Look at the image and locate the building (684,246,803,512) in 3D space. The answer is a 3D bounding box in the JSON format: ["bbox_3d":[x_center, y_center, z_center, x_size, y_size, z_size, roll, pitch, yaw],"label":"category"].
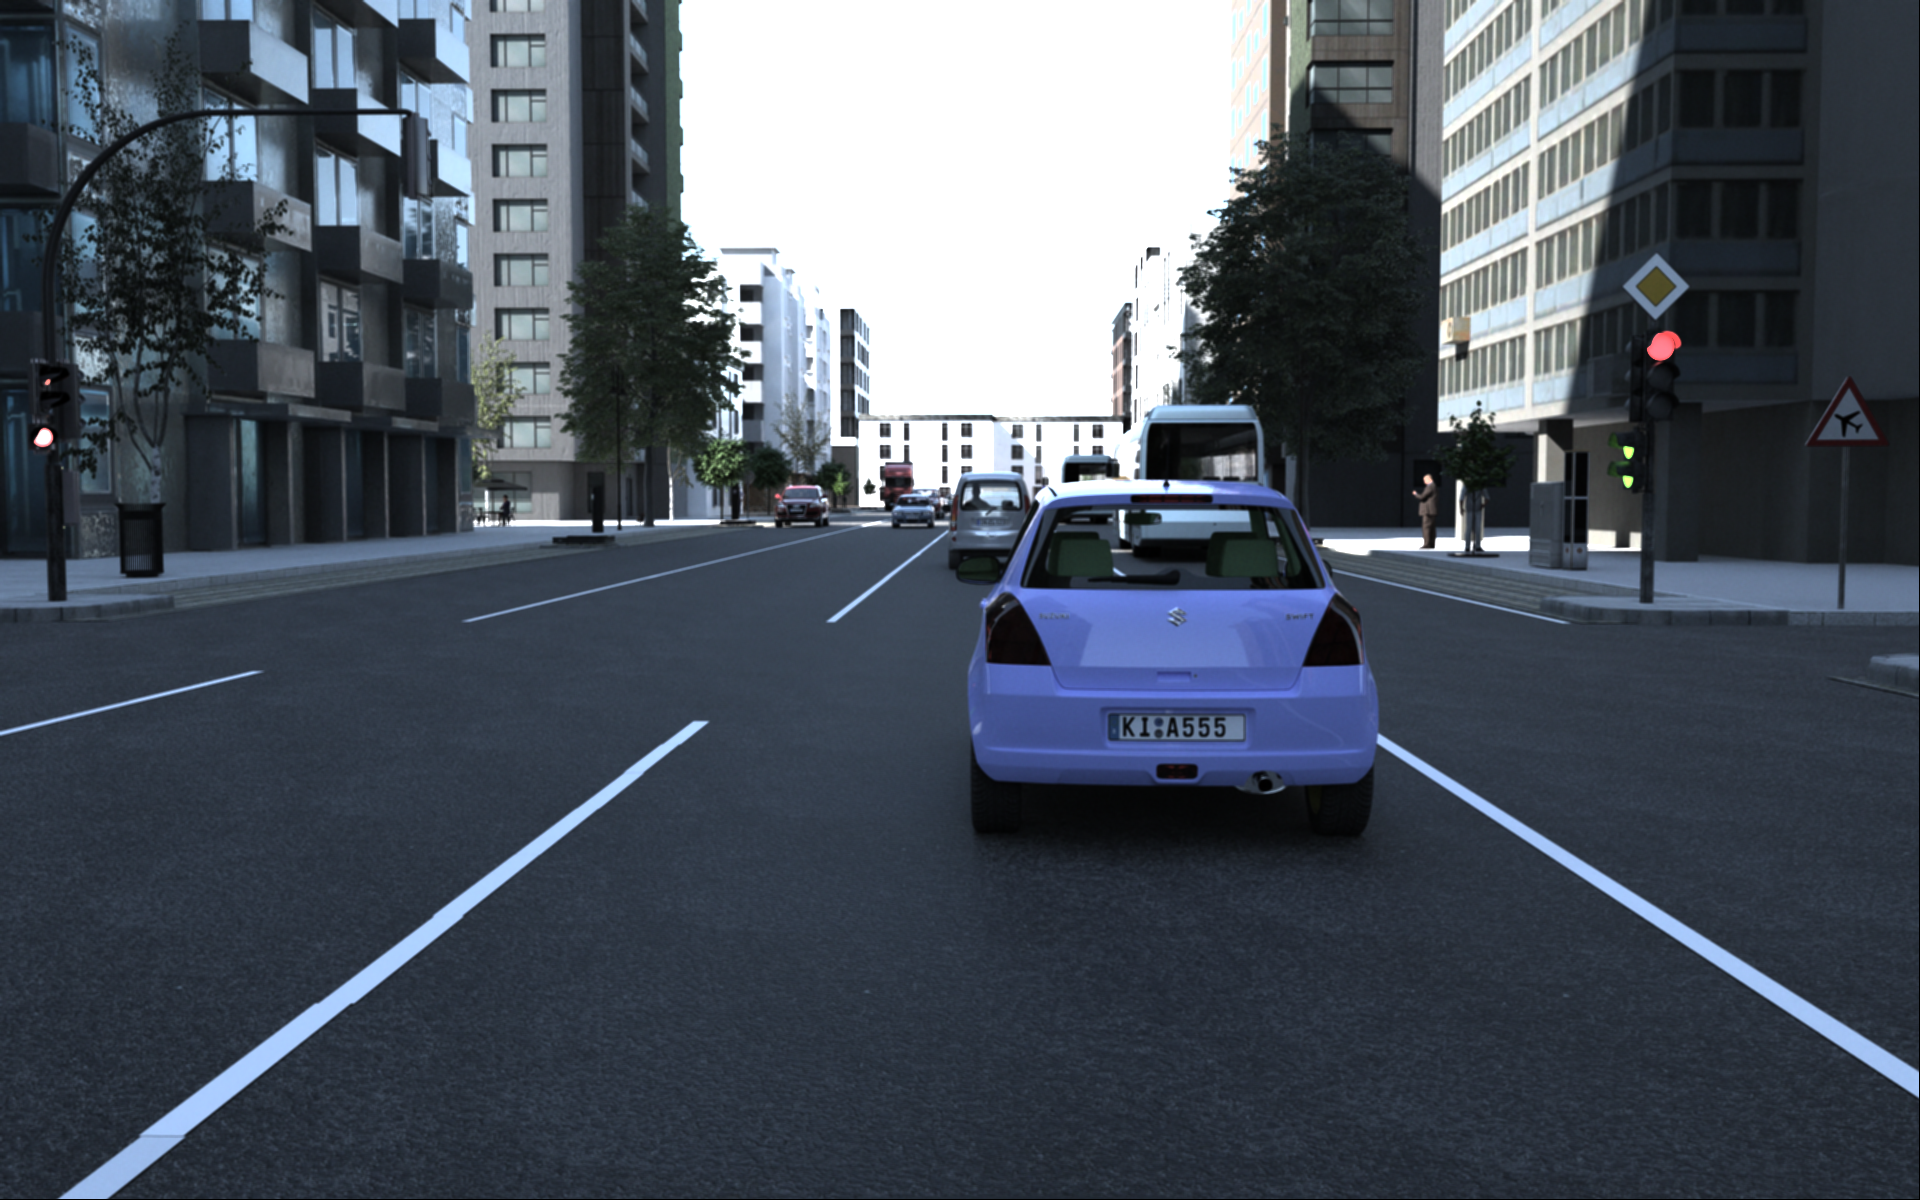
[{"bbox_3d":[-20.665,-16.743,130.165,16.016,20.091,11.380,0,4,1],"label":"building"}]

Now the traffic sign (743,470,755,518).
[{"bbox_3d":[-11.197,-5.584,91.403,0.768,2.556,0.104,0,4,6],"label":"traffic sign"}]

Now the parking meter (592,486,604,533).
[{"bbox_3d":[-12.075,-3.015,57.708,0.372,1.533,0.369,0,3,0],"label":"parking meter"}]

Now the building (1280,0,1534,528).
[{"bbox_3d":[20.429,-18.382,72.255,14.160,30.474,14.107,0,4,1],"label":"building"}]

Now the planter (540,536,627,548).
[{"bbox_3d":[-9.998,-1.538,46.282,1.991,0.319,1.994,0,4,1],"label":"planter"}]

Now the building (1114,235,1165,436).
[{"bbox_3d":[28.981,-18.904,153.054,27.936,21.610,32.646,0,4,1],"label":"building"}]

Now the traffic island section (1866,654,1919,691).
[{"bbox_3d":[7.939,0.604,12.409,2.009,0.180,2.903,0,4,1],"label":"traffic island section"}]

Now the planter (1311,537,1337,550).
[{"bbox_3d":[8.607,-1.462,45.046,1.991,0.319,1.994,0,4,1],"label":"planter"}]

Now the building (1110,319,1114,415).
[{"bbox_3d":[34.015,-21.438,194.490,32.646,21.610,27.936,0,4,1],"label":"building"}]

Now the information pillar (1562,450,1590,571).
[{"bbox_3d":[10.366,-1.508,29.145,0.304,2.012,0.304,-1,4,-10],"label":"information pillar"}]

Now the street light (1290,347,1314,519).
[{"bbox_3d":[10.774,-5.010,54.693,0.468,5.910,1.993,0,4,1],"label":"street light"}]

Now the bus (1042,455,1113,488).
[{"bbox_3d":[5.925,-5.662,87.426,2.948,3.499,13.247,0,4,-1],"label":"bus"}]

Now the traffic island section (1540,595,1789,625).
[{"bbox_3d":[8.105,0.115,20.393,2.009,0.180,2.903,0,4,1],"label":"traffic island section"}]

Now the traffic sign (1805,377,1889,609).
[{"bbox_3d":[9.835,-1.178,19.261,0.884,2.594,0.081,0,4,5],"label":"traffic sign"}]

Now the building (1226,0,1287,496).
[{"bbox_3d":[21.300,-26.683,86.384,14.600,45.320,14.200,0,4,1],"label":"building"}]

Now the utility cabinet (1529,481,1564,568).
[{"bbox_3d":[10.227,-1.312,30.122,0.318,1.500,1.173,0,4,1],"label":"utility cabinet"}]

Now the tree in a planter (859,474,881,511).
[{"bbox_3d":[-7.845,-9.308,149.410,1.991,3.239,1.994,0,4,1],"label":"tree in a planter"}]

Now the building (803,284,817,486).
[{"bbox_3d":[-20.603,-17.496,142.477,16.016,20.091,11.380,0,4,1],"label":"building"}]

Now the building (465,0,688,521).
[{"bbox_3d":[-22.146,-24.693,87.319,14.154,41.232,14.086,0,4,1],"label":"building"}]

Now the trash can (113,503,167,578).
[{"bbox_3d":[-12.631,-0.922,26.721,0.748,1.137,0.748,0,3,0],"label":"trash can"}]

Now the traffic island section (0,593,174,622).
[{"bbox_3d":[-10.852,0.091,20.790,2.009,0.180,2.903,0,4,1],"label":"traffic island section"}]

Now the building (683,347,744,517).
[{"bbox_3d":[-18.284,-10.299,110.530,9.099,9.664,28.070,0,4,1],"label":"building"}]

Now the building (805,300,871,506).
[{"bbox_3d":[-27.079,-21.557,196.424,32.646,21.610,27.936,0,4,1],"label":"building"}]

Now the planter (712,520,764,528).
[{"bbox_3d":[-9.422,-3.221,73.805,1.991,0.319,1.994,0,4,1],"label":"planter"}]

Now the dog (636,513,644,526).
[{"bbox_3d":[-12.938,-3.256,70.065,0.406,0.507,0.540,-1,4,-23],"label":"dog"}]

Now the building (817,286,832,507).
[{"bbox_3d":[-18.107,-18.711,162.346,11.380,20.091,16.016,0,4,1],"label":"building"}]

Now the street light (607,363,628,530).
[{"bbox_3d":[-12.077,-5.412,61.267,0.468,5.910,1.993,0,4,1],"label":"street light"}]

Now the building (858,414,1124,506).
[{"bbox_3d":[3.449,-14.904,185.835,28.070,9.664,9.099,0,4,1],"label":"building"}]

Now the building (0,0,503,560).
[{"bbox_3d":[-26.510,-26.037,45.311,23.786,49.044,30.456,0,4,1],"label":"building"}]

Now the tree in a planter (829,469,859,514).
[{"bbox_3d":[-8.412,-7.661,122.473,1.991,3.239,1.994,0,4,1],"label":"tree in a planter"}]

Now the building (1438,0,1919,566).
[{"bbox_3d":[24.655,-21.109,37.013,23.993,40.220,32.217,0,4,1],"label":"building"}]

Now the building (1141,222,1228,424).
[{"bbox_3d":[22.389,-15.584,121.262,16.747,18.905,31.486,0,4,1],"label":"building"}]

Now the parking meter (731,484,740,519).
[{"bbox_3d":[-11.389,-5.027,87.905,0.399,1.863,0.255,0,4,1],"label":"parking meter"}]
